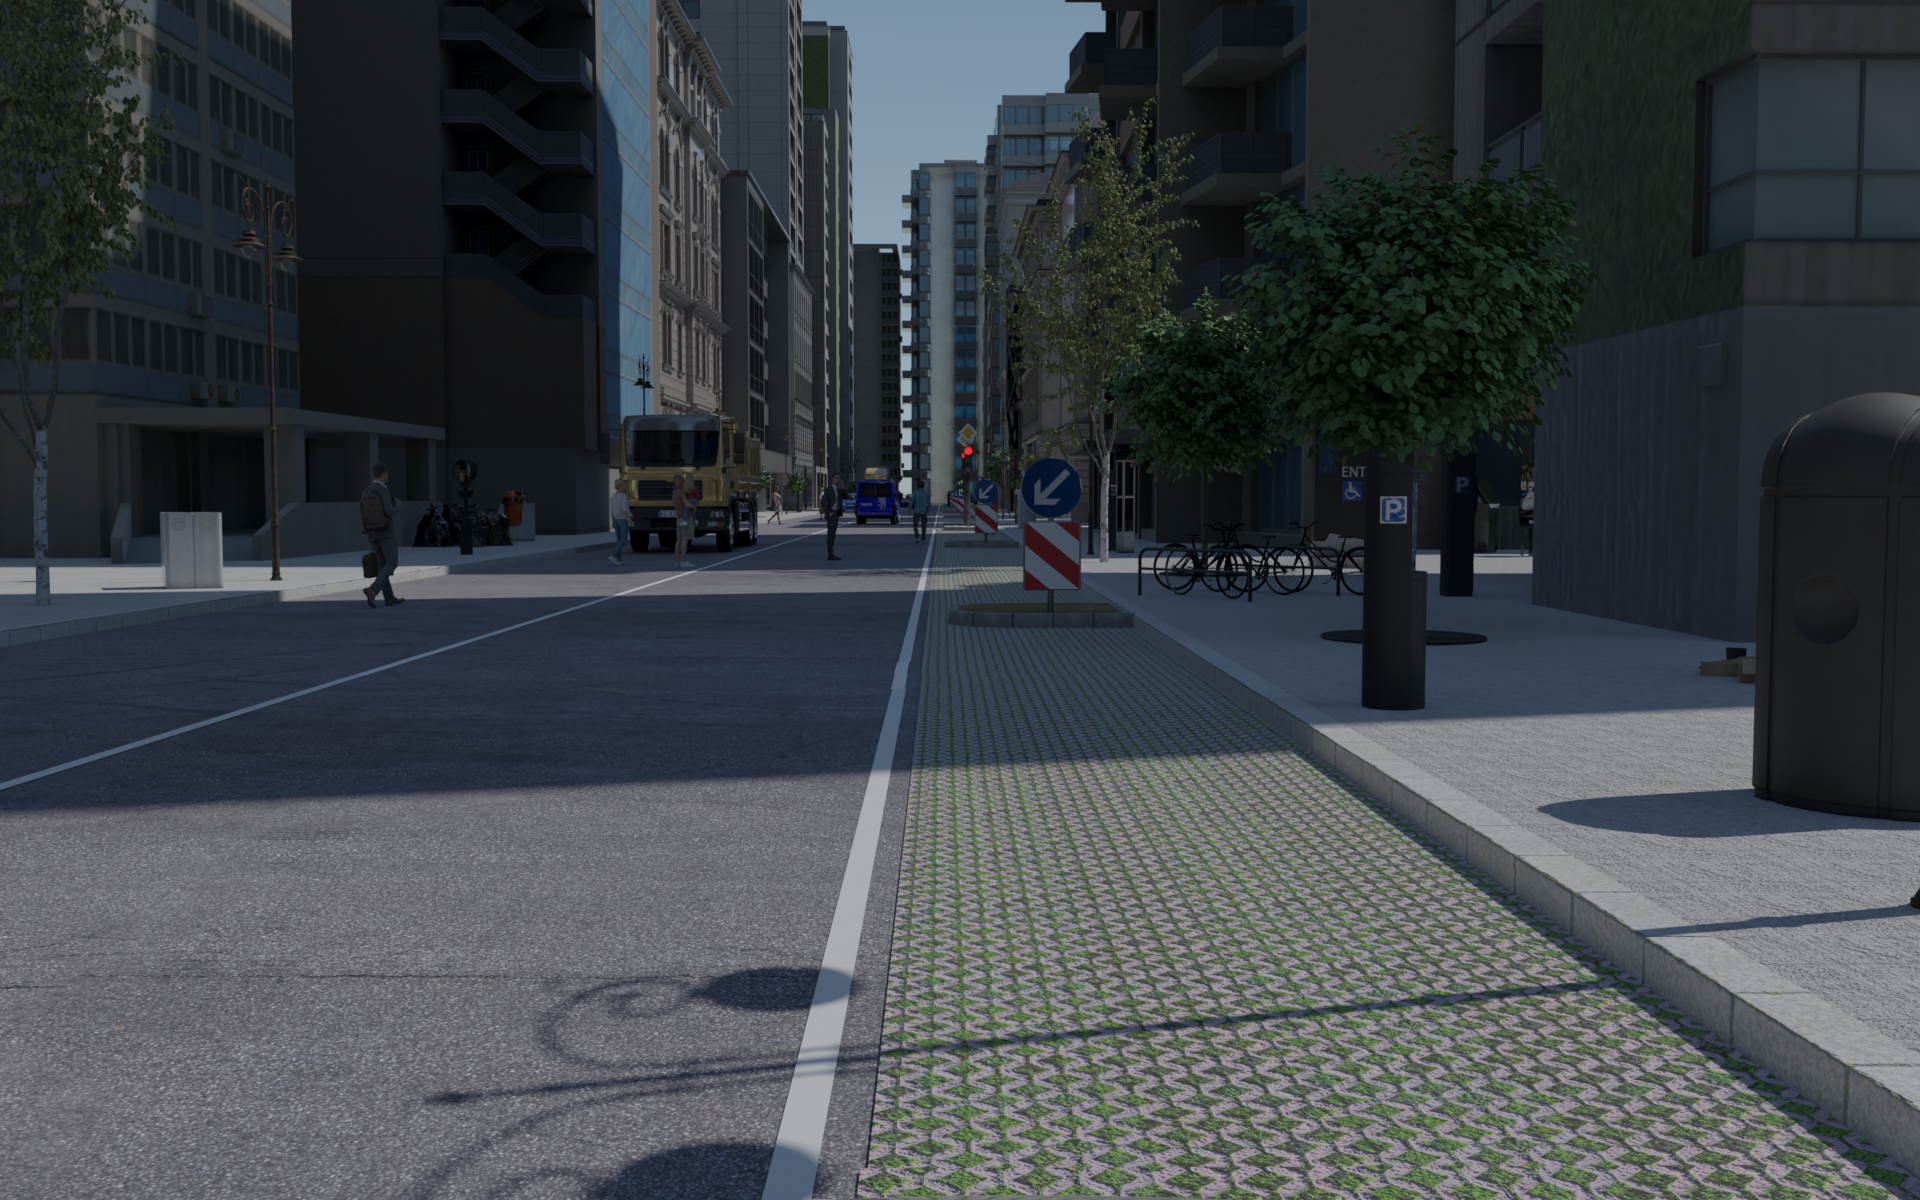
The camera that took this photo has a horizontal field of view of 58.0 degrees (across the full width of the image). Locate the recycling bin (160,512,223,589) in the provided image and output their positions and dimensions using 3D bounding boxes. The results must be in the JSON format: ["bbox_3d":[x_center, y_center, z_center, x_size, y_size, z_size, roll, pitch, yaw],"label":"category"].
[{"bbox_3d":[-10.524,-0.683,23.721,0.722,1.027,0.722,-2,4,-28],"label":"recycling bin"}]

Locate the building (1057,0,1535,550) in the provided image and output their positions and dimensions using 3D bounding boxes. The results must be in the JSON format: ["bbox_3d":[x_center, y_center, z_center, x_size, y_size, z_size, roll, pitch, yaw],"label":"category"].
[{"bbox_3d":[14.642,-24.316,52.186,22.147,44.769,28.867,0,4,-1],"label":"building"}]

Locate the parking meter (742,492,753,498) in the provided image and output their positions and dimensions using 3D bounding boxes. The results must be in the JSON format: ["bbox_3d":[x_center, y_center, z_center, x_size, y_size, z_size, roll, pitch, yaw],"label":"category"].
[{"bbox_3d":[-10.491,-4.685,85.014,0.372,1.533,0.369,0,3,0],"label":"parking meter"}]

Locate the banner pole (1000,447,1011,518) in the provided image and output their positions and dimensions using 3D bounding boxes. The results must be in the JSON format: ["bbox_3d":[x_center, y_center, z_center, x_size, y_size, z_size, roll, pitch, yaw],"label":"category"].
[{"bbox_3d":[2.473,-6.268,92.493,0.863,3.779,0.401,3,4,36],"label":"banner pole"}]

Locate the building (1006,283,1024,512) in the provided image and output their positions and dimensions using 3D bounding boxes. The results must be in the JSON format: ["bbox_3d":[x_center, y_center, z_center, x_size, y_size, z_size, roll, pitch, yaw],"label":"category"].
[{"bbox_3d":[11.645,-15.656,123.431,16.820,18.784,16.811,0,4,-1],"label":"building"}]

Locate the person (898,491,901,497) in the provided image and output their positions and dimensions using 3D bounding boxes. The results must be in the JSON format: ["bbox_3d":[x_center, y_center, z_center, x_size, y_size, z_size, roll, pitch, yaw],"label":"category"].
[{"bbox_3d":[-7.026,-11.858,202.385,0.705,1.822,1.348,-1,4,-17],"label":"person"}]

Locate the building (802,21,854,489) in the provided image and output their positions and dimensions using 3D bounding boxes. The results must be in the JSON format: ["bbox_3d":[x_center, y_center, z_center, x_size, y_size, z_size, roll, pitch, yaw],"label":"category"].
[{"bbox_3d":[-27.531,-41.170,215.132,28.212,58.520,21.231,0,4,-1],"label":"building"}]

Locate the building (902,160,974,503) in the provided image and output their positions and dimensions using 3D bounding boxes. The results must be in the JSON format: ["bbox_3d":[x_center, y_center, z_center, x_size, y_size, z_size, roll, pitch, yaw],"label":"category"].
[{"bbox_3d":[7.035,-38.403,247.495,30.456,49.044,23.786,0,4,-1],"label":"building"}]

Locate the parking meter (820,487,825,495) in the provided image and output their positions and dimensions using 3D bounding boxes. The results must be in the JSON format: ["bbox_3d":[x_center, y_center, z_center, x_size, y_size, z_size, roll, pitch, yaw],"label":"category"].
[{"bbox_3d":[-10.932,-8.081,137.840,0.255,1.863,0.399,1,4,14],"label":"parking meter"}]

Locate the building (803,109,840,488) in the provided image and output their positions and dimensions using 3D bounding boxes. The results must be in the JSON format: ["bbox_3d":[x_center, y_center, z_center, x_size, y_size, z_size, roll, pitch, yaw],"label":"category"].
[{"bbox_3d":[-19.867,-30.269,178.495,14.154,41.232,14.086,0,4,-1],"label":"building"}]

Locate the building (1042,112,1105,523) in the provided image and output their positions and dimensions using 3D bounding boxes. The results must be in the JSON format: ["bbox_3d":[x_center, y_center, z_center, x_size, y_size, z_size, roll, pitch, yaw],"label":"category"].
[{"bbox_3d":[13.972,-13.264,81.487,19.286,19.102,10.561,0,4,-1],"label":"building"}]

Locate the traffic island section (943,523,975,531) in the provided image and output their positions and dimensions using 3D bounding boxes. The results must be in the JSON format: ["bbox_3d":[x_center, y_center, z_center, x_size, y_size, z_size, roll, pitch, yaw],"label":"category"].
[{"bbox_3d":[0.344,-2.828,68.512,2.009,0.180,2.903,0,4,-1],"label":"traffic island section"}]

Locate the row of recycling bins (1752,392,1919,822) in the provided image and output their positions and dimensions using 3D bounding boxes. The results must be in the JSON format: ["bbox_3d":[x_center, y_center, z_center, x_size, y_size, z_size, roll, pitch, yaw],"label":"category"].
[{"bbox_3d":[5.119,-0.017,7.388,3.534,1.692,1.069,-1,4,-12],"label":"row of recycling bins"}]

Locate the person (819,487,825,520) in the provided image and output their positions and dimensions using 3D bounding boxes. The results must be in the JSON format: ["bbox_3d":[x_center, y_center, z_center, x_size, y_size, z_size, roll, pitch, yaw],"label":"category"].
[{"bbox_3d":[-7.550,-5.327,95.829,0.641,1.798,0.478,2,4,33],"label":"person"}]

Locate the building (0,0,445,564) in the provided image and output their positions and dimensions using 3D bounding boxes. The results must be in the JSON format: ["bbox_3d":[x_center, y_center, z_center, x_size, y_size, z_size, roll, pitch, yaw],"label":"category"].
[{"bbox_3d":[-29.577,-21.218,38.793,32.217,40.220,23.993,0,4,-1],"label":"building"}]

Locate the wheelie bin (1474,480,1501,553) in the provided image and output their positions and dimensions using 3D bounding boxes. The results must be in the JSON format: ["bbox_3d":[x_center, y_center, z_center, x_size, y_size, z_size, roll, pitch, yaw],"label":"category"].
[{"bbox_3d":[11.353,-1.832,37.856,0.693,1.594,0.980,3,5,39],"label":"wheelie bin"}]

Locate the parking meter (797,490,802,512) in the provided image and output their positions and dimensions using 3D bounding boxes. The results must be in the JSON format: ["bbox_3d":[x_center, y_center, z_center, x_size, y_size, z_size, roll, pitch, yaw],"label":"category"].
[{"bbox_3d":[-11.527,-7.255,124.333,0.255,1.863,0.399,2,4,35],"label":"parking meter"}]

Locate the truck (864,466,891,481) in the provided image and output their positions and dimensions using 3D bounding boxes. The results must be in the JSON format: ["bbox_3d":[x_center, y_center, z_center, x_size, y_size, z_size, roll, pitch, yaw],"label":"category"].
[{"bbox_3d":[-8.323,-11.364,174.715,2.839,4.237,11.283,0,4,-1],"label":"truck"}]

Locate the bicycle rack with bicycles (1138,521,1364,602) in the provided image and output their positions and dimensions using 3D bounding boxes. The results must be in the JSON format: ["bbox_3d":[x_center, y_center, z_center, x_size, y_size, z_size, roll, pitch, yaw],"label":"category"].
[{"bbox_3d":[3.508,-0.529,22.034,2.852,0.926,2.925,-3,5,-41],"label":"bicycle rack with bicycles"}]

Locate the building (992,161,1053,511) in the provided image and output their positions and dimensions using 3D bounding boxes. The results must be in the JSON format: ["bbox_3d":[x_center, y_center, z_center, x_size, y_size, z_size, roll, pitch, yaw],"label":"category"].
[{"bbox_3d":[9.720,-21.751,141.538,13.634,28.700,20.117,0,4,-1],"label":"building"}]

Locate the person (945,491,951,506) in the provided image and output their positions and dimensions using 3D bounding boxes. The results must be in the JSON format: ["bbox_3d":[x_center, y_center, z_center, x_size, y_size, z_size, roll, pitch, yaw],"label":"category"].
[{"bbox_3d":[-1.356,-11.759,200.697,0.705,1.831,1.348,3,4,38],"label":"person"}]

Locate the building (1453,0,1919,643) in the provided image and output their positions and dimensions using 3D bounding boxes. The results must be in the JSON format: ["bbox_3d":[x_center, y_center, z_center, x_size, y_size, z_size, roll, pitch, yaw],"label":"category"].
[{"bbox_3d":[13.628,-20.611,20.593,14.154,41.232,14.086,0,4,-1],"label":"building"}]

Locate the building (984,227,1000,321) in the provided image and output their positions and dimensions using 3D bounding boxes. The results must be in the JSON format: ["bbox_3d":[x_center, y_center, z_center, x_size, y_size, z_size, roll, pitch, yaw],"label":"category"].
[{"bbox_3d":[9.626,-25.513,188.842,14.160,30.474,14.107,0,4,-1],"label":"building"}]

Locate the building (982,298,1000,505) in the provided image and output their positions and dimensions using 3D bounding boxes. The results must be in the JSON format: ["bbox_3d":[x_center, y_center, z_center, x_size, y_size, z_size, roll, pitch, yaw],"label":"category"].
[{"bbox_3d":[16.299,-19.698,167.107,27.650,21.520,28.899,0,4,-1],"label":"building"}]

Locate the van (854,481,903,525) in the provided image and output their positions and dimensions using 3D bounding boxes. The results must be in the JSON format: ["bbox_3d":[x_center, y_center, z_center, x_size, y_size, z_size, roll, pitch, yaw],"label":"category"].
[{"bbox_3d":[-3.915,-4.807,82.981,2.240,2.365,5.245,0,4,1],"label":"van"}]

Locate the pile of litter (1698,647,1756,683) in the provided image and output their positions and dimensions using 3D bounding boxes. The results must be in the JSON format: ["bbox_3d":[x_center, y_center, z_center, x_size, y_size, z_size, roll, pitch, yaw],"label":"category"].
[{"bbox_3d":[5.841,0.132,11.800,1.176,0.858,1.719,-1,4,-12],"label":"pile of litter"}]

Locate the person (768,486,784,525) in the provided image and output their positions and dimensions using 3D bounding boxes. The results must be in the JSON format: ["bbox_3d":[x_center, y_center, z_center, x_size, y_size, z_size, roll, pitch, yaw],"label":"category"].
[{"bbox_3d":[-8.553,-4.386,80.307,0.778,1.811,0.616,0,4,3],"label":"person"}]

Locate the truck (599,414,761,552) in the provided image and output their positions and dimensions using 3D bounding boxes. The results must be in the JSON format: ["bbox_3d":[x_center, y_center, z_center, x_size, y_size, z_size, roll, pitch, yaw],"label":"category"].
[{"bbox_3d":[-6.917,-2.999,44.964,3.469,3.379,9.791,0,4,-1],"label":"truck"}]

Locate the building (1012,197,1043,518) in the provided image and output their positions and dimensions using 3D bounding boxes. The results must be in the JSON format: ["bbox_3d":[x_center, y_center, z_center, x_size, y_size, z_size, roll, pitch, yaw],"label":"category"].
[{"bbox_3d":[8.665,-14.383,99.790,10.561,19.102,19.286,0,4,-1],"label":"building"}]

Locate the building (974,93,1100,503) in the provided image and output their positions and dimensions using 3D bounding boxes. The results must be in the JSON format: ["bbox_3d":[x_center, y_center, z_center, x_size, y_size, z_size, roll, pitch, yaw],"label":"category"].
[{"bbox_3d":[14.185,-36.144,210.563,23.786,49.044,30.456,0,4,-1],"label":"building"}]

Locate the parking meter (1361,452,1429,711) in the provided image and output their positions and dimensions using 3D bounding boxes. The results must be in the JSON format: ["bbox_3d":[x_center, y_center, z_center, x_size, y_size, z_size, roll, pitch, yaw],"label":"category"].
[{"bbox_3d":[2.611,-0.121,10.396,0.372,1.533,0.369,0,3,0],"label":"parking meter"}]

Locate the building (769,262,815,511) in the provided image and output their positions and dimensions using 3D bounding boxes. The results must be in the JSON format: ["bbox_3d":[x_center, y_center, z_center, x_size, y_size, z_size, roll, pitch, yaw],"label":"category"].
[{"bbox_3d":[-17.192,-17.777,139.808,9.793,20.994,18.267,0,4,-1],"label":"building"}]

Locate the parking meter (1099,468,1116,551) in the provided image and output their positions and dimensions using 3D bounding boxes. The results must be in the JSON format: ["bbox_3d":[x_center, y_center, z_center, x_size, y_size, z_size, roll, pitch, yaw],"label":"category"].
[{"bbox_3d":[3.343,-2.029,38.891,0.255,1.863,0.399,-2,4,-35],"label":"parking meter"}]

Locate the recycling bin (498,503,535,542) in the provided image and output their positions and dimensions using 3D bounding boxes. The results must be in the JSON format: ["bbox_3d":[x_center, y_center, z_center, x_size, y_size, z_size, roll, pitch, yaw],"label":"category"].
[{"bbox_3d":[-12.056,-2.114,47.116,0.722,1.027,0.722,1,4,21],"label":"recycling bin"}]

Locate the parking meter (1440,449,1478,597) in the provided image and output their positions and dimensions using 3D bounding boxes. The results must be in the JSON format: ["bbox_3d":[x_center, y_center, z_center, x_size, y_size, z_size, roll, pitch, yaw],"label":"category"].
[{"bbox_3d":[6.257,-0.979,21.725,0.399,1.863,0.255,0,4,-5],"label":"parking meter"}]

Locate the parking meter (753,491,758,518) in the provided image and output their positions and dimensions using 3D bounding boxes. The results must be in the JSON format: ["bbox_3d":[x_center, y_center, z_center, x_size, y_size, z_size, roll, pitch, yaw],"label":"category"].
[{"bbox_3d":[-10.735,-5.006,90.251,0.372,1.533,0.369,0,3,0],"label":"parking meter"}]

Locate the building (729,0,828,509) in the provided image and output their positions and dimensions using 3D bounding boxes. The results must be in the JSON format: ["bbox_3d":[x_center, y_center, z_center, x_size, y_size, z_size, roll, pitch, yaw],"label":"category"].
[{"bbox_3d":[-22.923,-44.158,160.233,20.563,71.187,20.611,0,4,-1],"label":"building"}]

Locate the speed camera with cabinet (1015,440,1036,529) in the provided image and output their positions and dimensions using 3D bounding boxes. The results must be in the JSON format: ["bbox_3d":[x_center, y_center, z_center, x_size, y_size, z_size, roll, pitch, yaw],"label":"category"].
[{"bbox_3d":[2.459,-4.275,64.238,0.660,3.252,2.038,0,4,-8],"label":"speed camera with cabinet"}]

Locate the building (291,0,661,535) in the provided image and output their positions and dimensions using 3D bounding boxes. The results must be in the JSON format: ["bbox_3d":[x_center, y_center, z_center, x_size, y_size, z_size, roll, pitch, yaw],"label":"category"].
[{"bbox_3d":[-18.751,-25.054,59.741,14.200,45.320,14.600,0,4,-1],"label":"building"}]

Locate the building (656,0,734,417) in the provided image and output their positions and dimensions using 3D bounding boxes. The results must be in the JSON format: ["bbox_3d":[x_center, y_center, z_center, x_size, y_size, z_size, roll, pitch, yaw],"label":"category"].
[{"bbox_3d":[-19.715,-18.390,88.069,14.401,28.519,23.554,0,4,-1],"label":"building"}]

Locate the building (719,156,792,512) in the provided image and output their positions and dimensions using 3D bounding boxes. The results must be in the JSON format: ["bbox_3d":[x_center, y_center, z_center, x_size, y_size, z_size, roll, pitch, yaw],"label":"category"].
[{"bbox_3d":[-19.606,-18.126,115.431,14.314,24.678,30.058,0,4,-1],"label":"building"}]

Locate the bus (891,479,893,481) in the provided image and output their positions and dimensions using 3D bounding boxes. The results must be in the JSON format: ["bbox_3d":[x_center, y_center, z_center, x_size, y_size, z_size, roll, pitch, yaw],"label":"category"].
[{"bbox_3d":[-9.196,-12.724,202.896,2.948,3.499,13.247,0,3,0],"label":"bus"}]

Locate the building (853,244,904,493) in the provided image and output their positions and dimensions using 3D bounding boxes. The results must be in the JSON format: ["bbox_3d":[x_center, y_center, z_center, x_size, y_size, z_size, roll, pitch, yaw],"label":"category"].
[{"bbox_3d":[-20.307,-34.205,251.139,23.993,40.220,32.217,0,4,-1],"label":"building"}]
